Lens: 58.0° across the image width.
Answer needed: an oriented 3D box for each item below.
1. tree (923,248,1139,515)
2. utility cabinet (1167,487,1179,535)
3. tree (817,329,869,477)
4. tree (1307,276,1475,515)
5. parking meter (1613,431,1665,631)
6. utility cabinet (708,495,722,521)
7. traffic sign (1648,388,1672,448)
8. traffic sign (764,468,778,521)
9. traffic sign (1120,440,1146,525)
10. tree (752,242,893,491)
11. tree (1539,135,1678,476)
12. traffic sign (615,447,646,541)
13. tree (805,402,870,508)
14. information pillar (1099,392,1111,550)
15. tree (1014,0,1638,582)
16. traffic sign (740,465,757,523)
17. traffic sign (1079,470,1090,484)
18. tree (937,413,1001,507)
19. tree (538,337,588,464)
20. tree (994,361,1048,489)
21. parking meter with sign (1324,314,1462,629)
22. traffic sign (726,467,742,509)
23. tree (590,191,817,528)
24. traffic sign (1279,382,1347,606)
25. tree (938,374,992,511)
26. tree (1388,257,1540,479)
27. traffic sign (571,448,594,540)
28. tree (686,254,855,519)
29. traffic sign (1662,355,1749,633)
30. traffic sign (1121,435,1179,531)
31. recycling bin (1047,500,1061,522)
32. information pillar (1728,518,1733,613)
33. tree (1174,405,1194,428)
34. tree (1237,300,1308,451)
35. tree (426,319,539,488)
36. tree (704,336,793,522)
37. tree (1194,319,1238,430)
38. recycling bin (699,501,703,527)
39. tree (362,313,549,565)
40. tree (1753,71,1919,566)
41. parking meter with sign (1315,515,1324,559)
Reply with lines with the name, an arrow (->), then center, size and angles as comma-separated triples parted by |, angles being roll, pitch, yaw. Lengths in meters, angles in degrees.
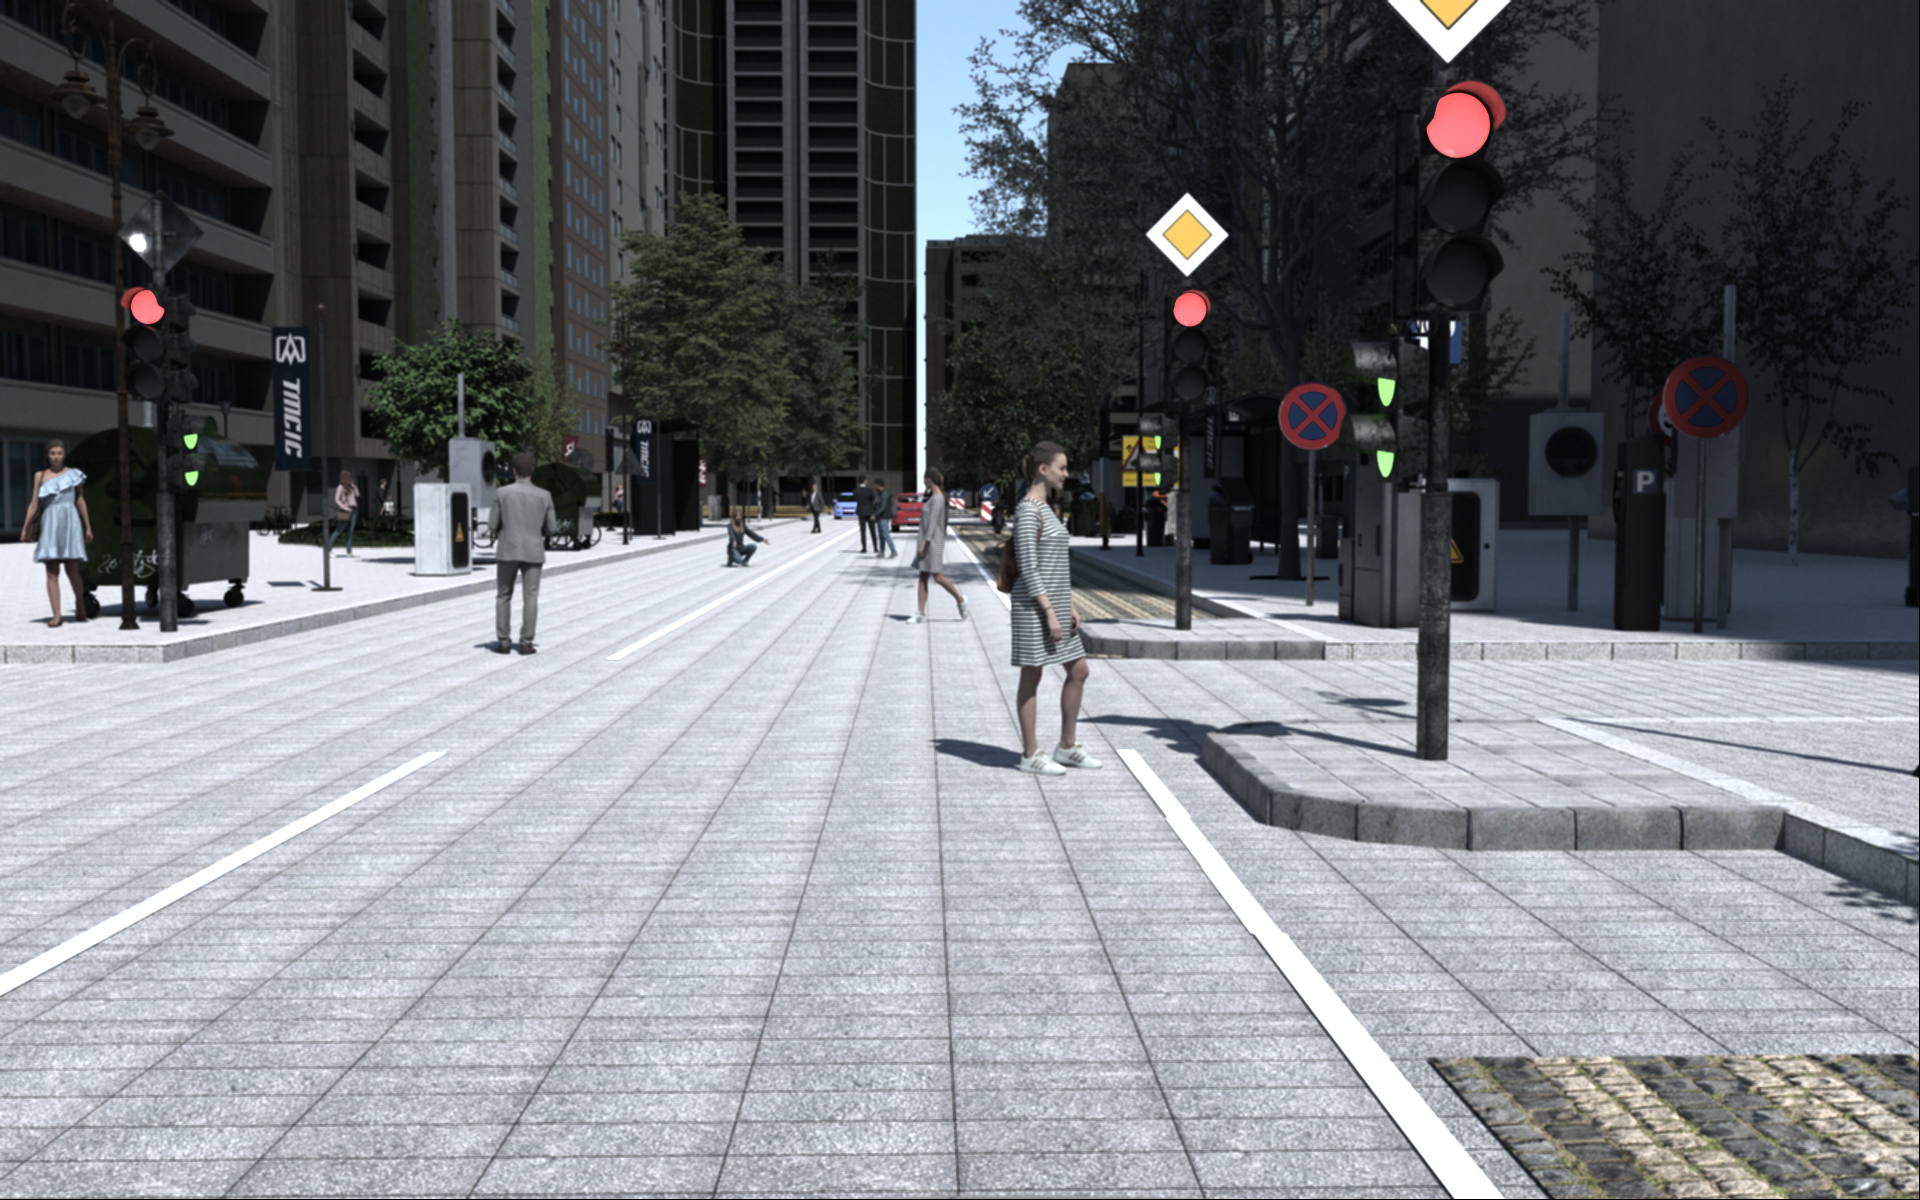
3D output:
tree -> 3.386, -9.846, 77.985 | 9.611, 12.733, 9.660 | 0, 3, 0
utility cabinet -> 6.892, -2.691, 52.672 | 1.173, 1.500, 0.318 | 0, 4, 5
tree -> -10.016, -12.144, 116.673 | 7.486, 12.596, 7.792 | 0, 3, 0
tree -> 13.997, -6.403, 55.052 | 4.360, 8.622, 3.978 | 0, 3, 0
parking meter -> 6.355, -0.644, 16.246 | 0.399, 1.863, 0.255 | 0, 4, 1
utility cabinet -> -11.773, -4.398, 83.072 | 0.306, 1.237, 1.020 | 1, 4, 15
traffic sign -> 8.235, -1.206, 19.828 | 0.768, 2.556, 0.104 | 0, 4, 6
traffic sign -> -9.144, -5.101, 83.502 | 0.768, 2.556, 0.104 | 0, 4, 5
traffic sign -> 4.267, -2.535, 41.452 | 0.884, 2.594, 0.081 | 1, 4, 8
tree -> -11.366, -16.916, 132.468 | 12.611, 20.169, 13.585 | 0, 3, 0
tree -> 14.397, -5.251, 36.218 | 4.360, 8.622, 3.978 | 0, 3, 0
traffic sign -> -9.042, -2.904, 47.483 | 0.884, 2.594, 0.081 | 0, 4, 7
tree -> -11.931, -14.137, 165.551 | 8.767, 10.594, 7.601 | 3, 4, 38
information pillar -> 3.308, -2.950, 39.589 | 0.183, 3.616, 0.504 | 1, 4, 22
tree -> 4.908, -7.055, 25.714 | 12.009, 13.543, 11.850 | 0, 3, 0
traffic sign -> -9.232, -4.621, 75.653 | 0.768, 2.556, 0.104 | 0, 4, 7
traffic sign -> 6.629, -5.555, 90.930 | 0.768, 2.556, 0.104 | 0, 4, 7
tree -> 1.340, -15.264, 167.688 | 7.486, 12.596, 7.792 | 0, 3, 0
tree -> -19.760, -7.928, 79.988 | 4.737, 8.622, 4.395 | 0, 3, 0
tree -> 3.293, -8.337, 86.667 | 4.737, 8.622, 4.395 | 0, 3, 0
parking meter with sign -> 4.175, -1.256, 16.791 | 0.543, 3.016, 1.738 | -1, 4, -11
traffic sign -> -10.786, -5.054, 82.732 | 0.768, 2.556, 0.104 | 0, 4, 2
tree -> -9.896, -8.983, 64.992 | 7.486, 12.596, 7.792 | 0, 3, 0
traffic sign -> 4.013, -1.204, 19.784 | 0.768, 2.556, 0.104 | 0, 4, 5
tree -> 2.245, -12.531, 130.639 | 9.928, 11.665, 9.643 | 0, 3, 0
tree -> 14.039, -6.061, 49.455 | 4.737, 8.622, 4.395 | 0, 3, 0
traffic sign -> -10.506, -2.925, 47.924 | 0.768, 2.556, 0.104 | 0, 4, 6
tree -> -10.161, -11.247, 90.537 | 9.857, 13.997, 8.962 | 0, 3, 0
traffic sign -> 6.843, -0.971, 15.977 | 0.768, 2.556, 0.104 | 0, 4, 5
traffic sign -> 6.710, -4.034, 59.832 | 2.265, 3.308, 0.079 | 0, 4, 4
recycling bin -> 3.676, -3.502, 69.816 | 0.722, 1.027, 0.722 | 1, 4, 19
information pillar -> 8.187, -0.873, 18.765 | 0.304, 2.012, 0.304 | 1, 4, 13
tree -> 12.571, -8.291, 85.925 | 4.360, 8.622, 3.978 | 0, 3, 0
tree -> 12.842, -6.859, 62.501 | 4.360, 8.622, 3.978 | 0, 3, 0
tree -> -20.348, -7.422, 71.717 | 4.737, 8.622, 4.395 | 0, 3, 0
tree -> -9.424, -7.887, 79.307 | 4.737, 8.622, 4.395 | 0, 3, 0
tree -> 11.822, -7.315, 69.960 | 4.360, 8.622, 3.978 | 0, 3, 0
recycling bin -> -10.531, -3.365, 67.568 | 0.722, 1.027, 0.722 | 3, 5, 41
tree -> -9.159, -2.933, 31.663 | 4.285, 4.588, 4.351 | 0, 3, 0
tree -> 14.729, -4.890, 30.314 | 4.360, 8.622, 3.978 | 0, 3, 0
parking meter with sign -> 7.955, -2.328, 34.322 | 1.738, 3.016, 0.543 | -1, 4, -9
